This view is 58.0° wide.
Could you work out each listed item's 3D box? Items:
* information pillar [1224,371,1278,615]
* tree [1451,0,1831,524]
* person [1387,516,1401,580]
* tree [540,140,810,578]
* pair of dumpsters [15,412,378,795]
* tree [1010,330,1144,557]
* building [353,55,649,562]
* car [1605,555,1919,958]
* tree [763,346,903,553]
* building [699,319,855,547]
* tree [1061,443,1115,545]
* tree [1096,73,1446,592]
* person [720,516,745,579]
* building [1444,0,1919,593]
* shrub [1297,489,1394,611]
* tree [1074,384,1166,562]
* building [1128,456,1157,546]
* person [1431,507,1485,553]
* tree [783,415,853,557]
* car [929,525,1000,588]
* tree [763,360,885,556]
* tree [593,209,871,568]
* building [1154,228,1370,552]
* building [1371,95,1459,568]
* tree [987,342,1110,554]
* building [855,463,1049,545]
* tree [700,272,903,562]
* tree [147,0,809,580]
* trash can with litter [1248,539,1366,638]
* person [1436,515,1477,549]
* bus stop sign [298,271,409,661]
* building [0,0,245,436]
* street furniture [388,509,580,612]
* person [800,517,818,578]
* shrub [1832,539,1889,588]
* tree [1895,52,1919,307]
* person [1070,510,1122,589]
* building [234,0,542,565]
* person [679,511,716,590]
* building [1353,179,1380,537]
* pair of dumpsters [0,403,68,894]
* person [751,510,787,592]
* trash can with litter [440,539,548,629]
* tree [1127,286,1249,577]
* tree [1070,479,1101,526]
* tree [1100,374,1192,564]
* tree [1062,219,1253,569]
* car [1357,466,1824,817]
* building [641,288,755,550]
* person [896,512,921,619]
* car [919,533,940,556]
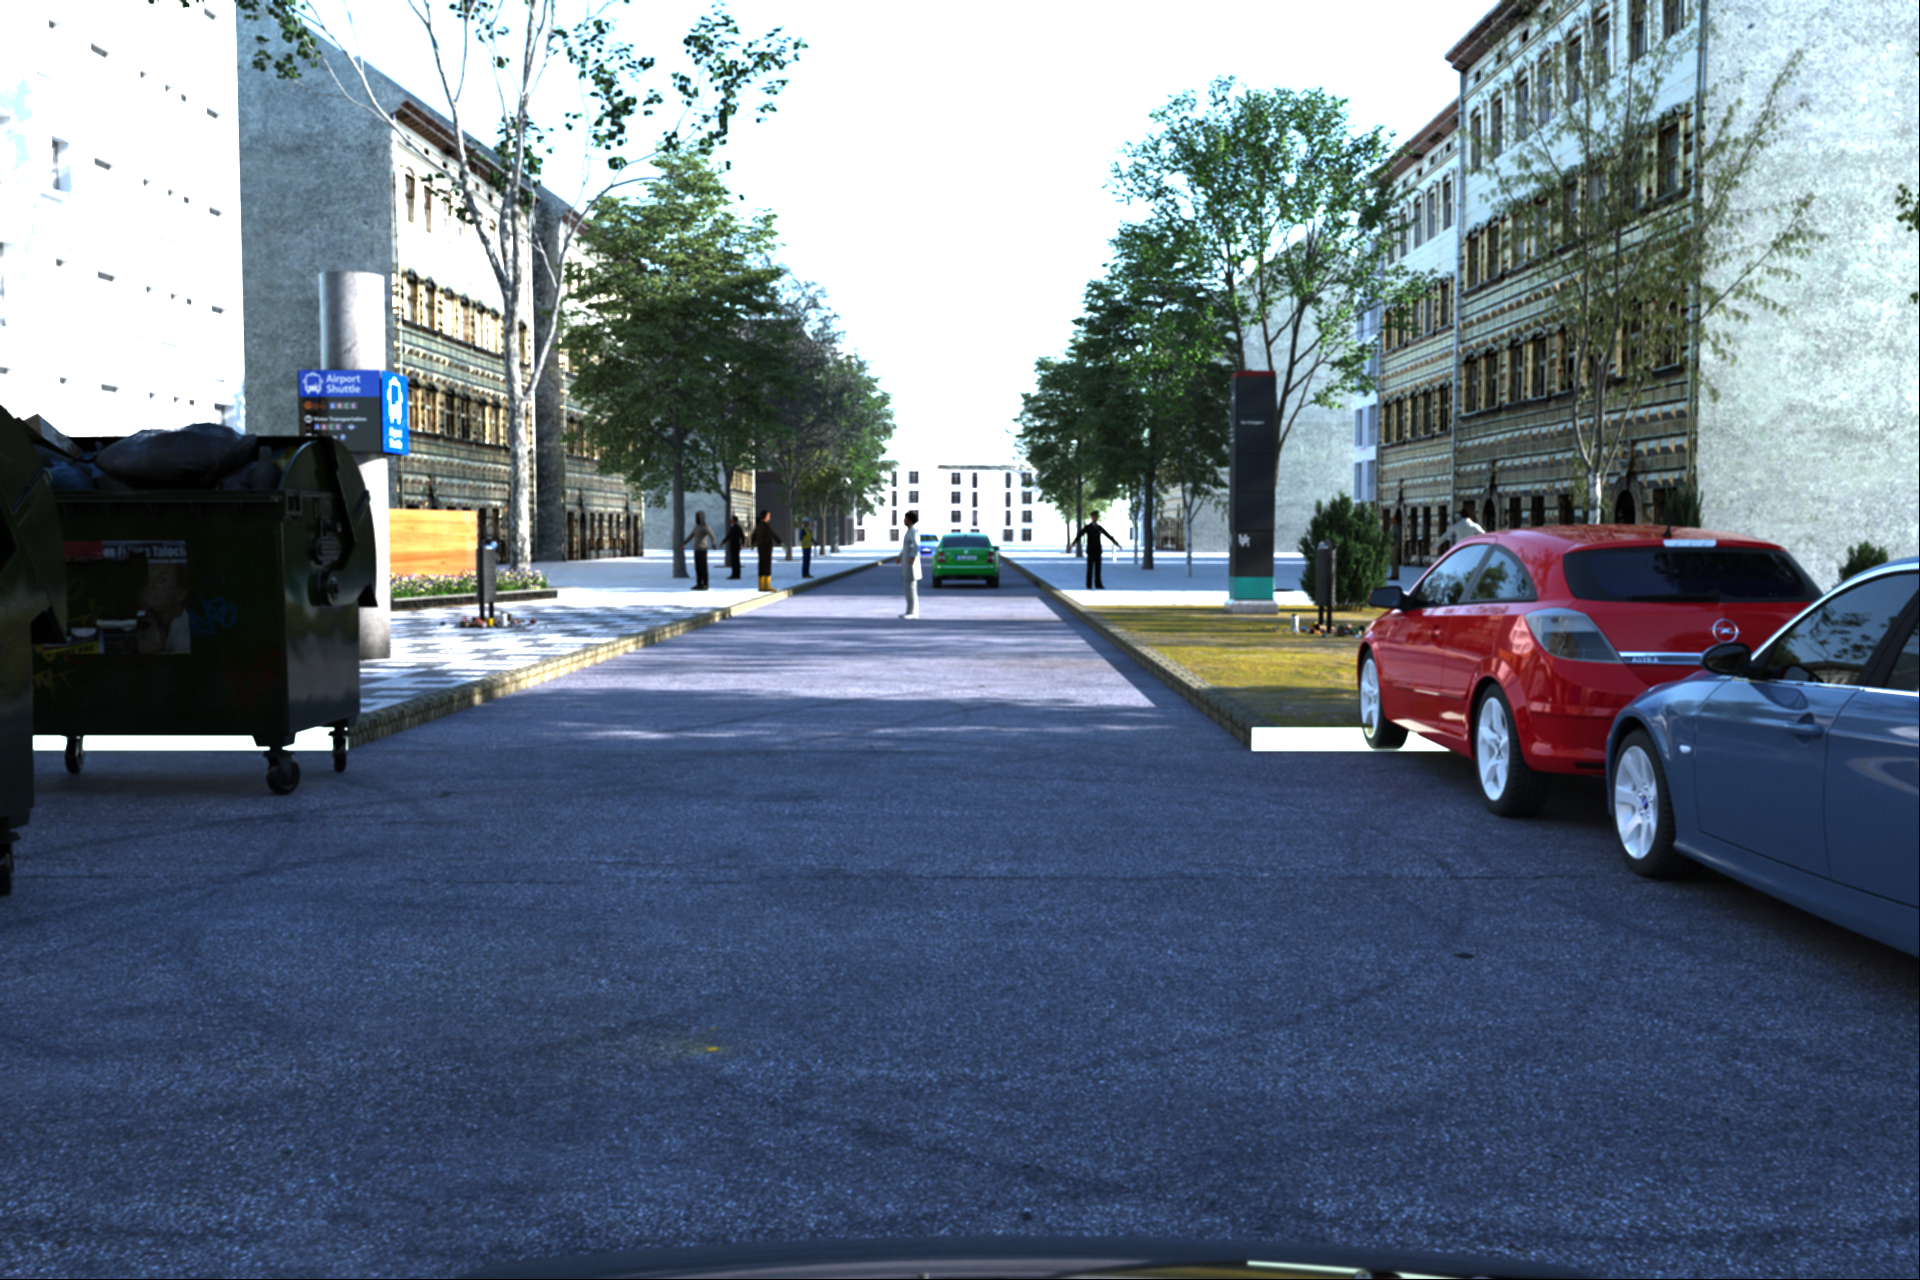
[{"bbox_3d":[4.690,-2.352,27.826,0.750,3.857,0.750,0,4,0],"label":"information pillar"},{"bbox_3d":[7.512,-4.322,21.021,4.360,8.622,3.978,0,3,0],"label":"tree"},{"bbox_3d":[12.109,-2.574,48.352,0.705,1.796,1.348,0,4,0],"label":"person"},{"bbox_3d":[-8.157,-8.065,49.988,7.486,12.596,7.792,0,3,0],"label":"tree"},{"bbox_3d":[-5.753,-0.301,9.877,4.436,2.255,1.574,0,4,1],"label":"pair of dumpsters"},{"bbox_3d":[6.686,-10.870,95.856,7.486,12.596,7.792,0,3,0],"label":"tree"},{"bbox_3d":[-27.460,-15.788,89.057,19.493,23.208,18.063,0,4,1],"label":"building"},{"bbox_3d":[3.671,0.383,5.748,2.014,1.417,4.499,0,4,1],"label":"car"},{"bbox_3d":[-8.594,-12.863,116.969,9.857,13.997,8.962,0,3,0],"label":"tree"},{"bbox_3d":[-26.093,-20.620,181.111,27.936,21.610,32.646,0,4,1],"label":"building"},{"bbox_3d":[15.418,-17.809,209.299,7.486,12.596,7.792,0,3,0],"label":"tree"},{"bbox_3d":[6.887,-6.901,38.591,9.928,11.665,9.643,0,3,0],"label":"tree"},{"bbox_3d":[-6.446,-2.643,49.445,0.704,1.802,1.346,1,4,21],"label":"person"},{"bbox_3d":[25.042,-13.150,45.927,19.493,23.208,18.063,0,4,0],"label":"building"},{"bbox_3d":[6.422,-1.499,28.920,1.690,2.028,1.600,0,3,0],"label":"shrub"},{"bbox_3d":[6.907,-7.921,79.872,4.360,8.622,3.978,0,3,0],"label":"tree"},{"bbox_3d":[23.242,-14.612,181.058,9.099,9.664,28.070,0,4,1],"label":"building"},{"bbox_3d":[9.988,-1.715,34.226,1.347,1.806,0.705,1,4,21],"label":"person"},{"bbox_3d":[-7.948,-8.853,95.108,4.737,8.622,4.395,0,3,0],"label":"tree"},{"bbox_3d":[0.132,-2.363,47.427,1.959,1.807,4.718,0,4,-1],"label":"car"},{"bbox_3d":[-8.197,-10.849,103.134,9.928,11.665,9.643,0,3,0],"label":"tree"},{"bbox_3d":[-9.004,-9.545,66.430,12.009,13.543,11.850,0,3,0],"label":"tree"},{"bbox_3d":[25.441,-18.527,133.840,19.493,23.208,18.063,0,3,0],"label":"building"},{"bbox_3d":[26.913,-14.261,64.096,19.493,23.208,18.063,0,4,0],"label":"building"},{"bbox_3d":[6.932,-12.328,111.934,12.009,13.543,11.850,0,3,0],"label":"tree"},{"bbox_3d":[-3.236,-15.960,205.546,28.070,9.664,9.099,0,4,-7],"label":"building"},{"bbox_3d":[-7.907,-10.434,80.965,12.009,13.543,11.850,0,3,0],"label":"tree"},{"bbox_3d":[-9.420,-10.876,33.713,12.611,20.169,13.585,0,3,0],"label":"tree"},{"bbox_3d":[4.686,-0.688,22.309,1.678,1.210,2.233,0,4,0],"label":"trash can with litter"},{"bbox_3d":[12.571,-2.273,43.294,1.347,1.817,0.704,2,4,27],"label":"person"},{"bbox_3d":[-6.186,-1.756,17.730,0.837,3.901,0.837,0,3,0],"label":"bus stop sign"},{"bbox_3d":[-26.476,-11.143,38.602,16.016,20.090,11.380,0,4,0],"label":"building"},{"bbox_3d":[-10.622,-1.558,32.331,9.812,1.723,11.010,1,4,14],"label":"street furniture"},{"bbox_3d":[-4.406,-2.696,50.549,0.721,1.772,1.216,1,4,14],"label":"person"},{"bbox_3d":[13.672,-0.918,26.121,1.383,1.207,1.383,0,3,0],"label":"shrub"},{"bbox_3d":[14.848,-4.473,23.504,4.737,8.622,4.395,0,3,0],"label":"tree"},{"bbox_3d":[3.162,-2.121,40.615,1.347,1.837,0.705,-1,4,-22],"label":"person"},{"bbox_3d":[-28.704,-14.578,69.277,19.493,23.208,18.063,0,4,1],"label":"building"},{"bbox_3d":[-5.965,-2.054,39.714,0.705,1.813,1.348,-3,5,-45],"label":"person"},{"bbox_3d":[26.127,-14.342,90.909,16.016,20.090,11.380,0,4,0],"label":"building"},{"bbox_3d":[-5.809,-0.082,6.291,4.436,2.255,1.574,0,4,0],"label":"pair of dumpsters"},{"bbox_3d":[-4.321,-1.985,38.599,0.704,1.812,1.346,-3,5,-40],"label":"person"},{"bbox_3d":[-6.493,-0.822,24.504,1.678,1.210,2.233,0,4,-1],"label":"trash can with litter"},{"bbox_3d":[6.821,-6.188,51.530,4.360,8.622,3.978,0,3,0],"label":"tree"},{"bbox_3d":[14.749,-15.385,201.902,4.737,8.622,4.395,0,3,0],"label":"tree"},{"bbox_3d":[7.376,-7.508,73.116,4.360,8.622,3.978,0,3,0],"label":"tree"},{"bbox_3d":[7.153,-8.863,63.030,7.486,12.596,7.792,0,3,0],"label":"tree"},{"bbox_3d":[3.603,-0.074,10.251,2.155,1.783,4.494,0,4,0],"label":"car"},{"bbox_3d":[-28.002,-19.414,148.350,19.493,23.208,18.063,0,4,0],"label":"building"},{"bbox_3d":[-0.869,-1.271,29.419,0.705,1.806,1.347,-1,4,-11],"label":"person"},{"bbox_3d":[-1.966,-5.726,103.203,1.945,1.707,3.694,0,3,0],"label":"car"}]
